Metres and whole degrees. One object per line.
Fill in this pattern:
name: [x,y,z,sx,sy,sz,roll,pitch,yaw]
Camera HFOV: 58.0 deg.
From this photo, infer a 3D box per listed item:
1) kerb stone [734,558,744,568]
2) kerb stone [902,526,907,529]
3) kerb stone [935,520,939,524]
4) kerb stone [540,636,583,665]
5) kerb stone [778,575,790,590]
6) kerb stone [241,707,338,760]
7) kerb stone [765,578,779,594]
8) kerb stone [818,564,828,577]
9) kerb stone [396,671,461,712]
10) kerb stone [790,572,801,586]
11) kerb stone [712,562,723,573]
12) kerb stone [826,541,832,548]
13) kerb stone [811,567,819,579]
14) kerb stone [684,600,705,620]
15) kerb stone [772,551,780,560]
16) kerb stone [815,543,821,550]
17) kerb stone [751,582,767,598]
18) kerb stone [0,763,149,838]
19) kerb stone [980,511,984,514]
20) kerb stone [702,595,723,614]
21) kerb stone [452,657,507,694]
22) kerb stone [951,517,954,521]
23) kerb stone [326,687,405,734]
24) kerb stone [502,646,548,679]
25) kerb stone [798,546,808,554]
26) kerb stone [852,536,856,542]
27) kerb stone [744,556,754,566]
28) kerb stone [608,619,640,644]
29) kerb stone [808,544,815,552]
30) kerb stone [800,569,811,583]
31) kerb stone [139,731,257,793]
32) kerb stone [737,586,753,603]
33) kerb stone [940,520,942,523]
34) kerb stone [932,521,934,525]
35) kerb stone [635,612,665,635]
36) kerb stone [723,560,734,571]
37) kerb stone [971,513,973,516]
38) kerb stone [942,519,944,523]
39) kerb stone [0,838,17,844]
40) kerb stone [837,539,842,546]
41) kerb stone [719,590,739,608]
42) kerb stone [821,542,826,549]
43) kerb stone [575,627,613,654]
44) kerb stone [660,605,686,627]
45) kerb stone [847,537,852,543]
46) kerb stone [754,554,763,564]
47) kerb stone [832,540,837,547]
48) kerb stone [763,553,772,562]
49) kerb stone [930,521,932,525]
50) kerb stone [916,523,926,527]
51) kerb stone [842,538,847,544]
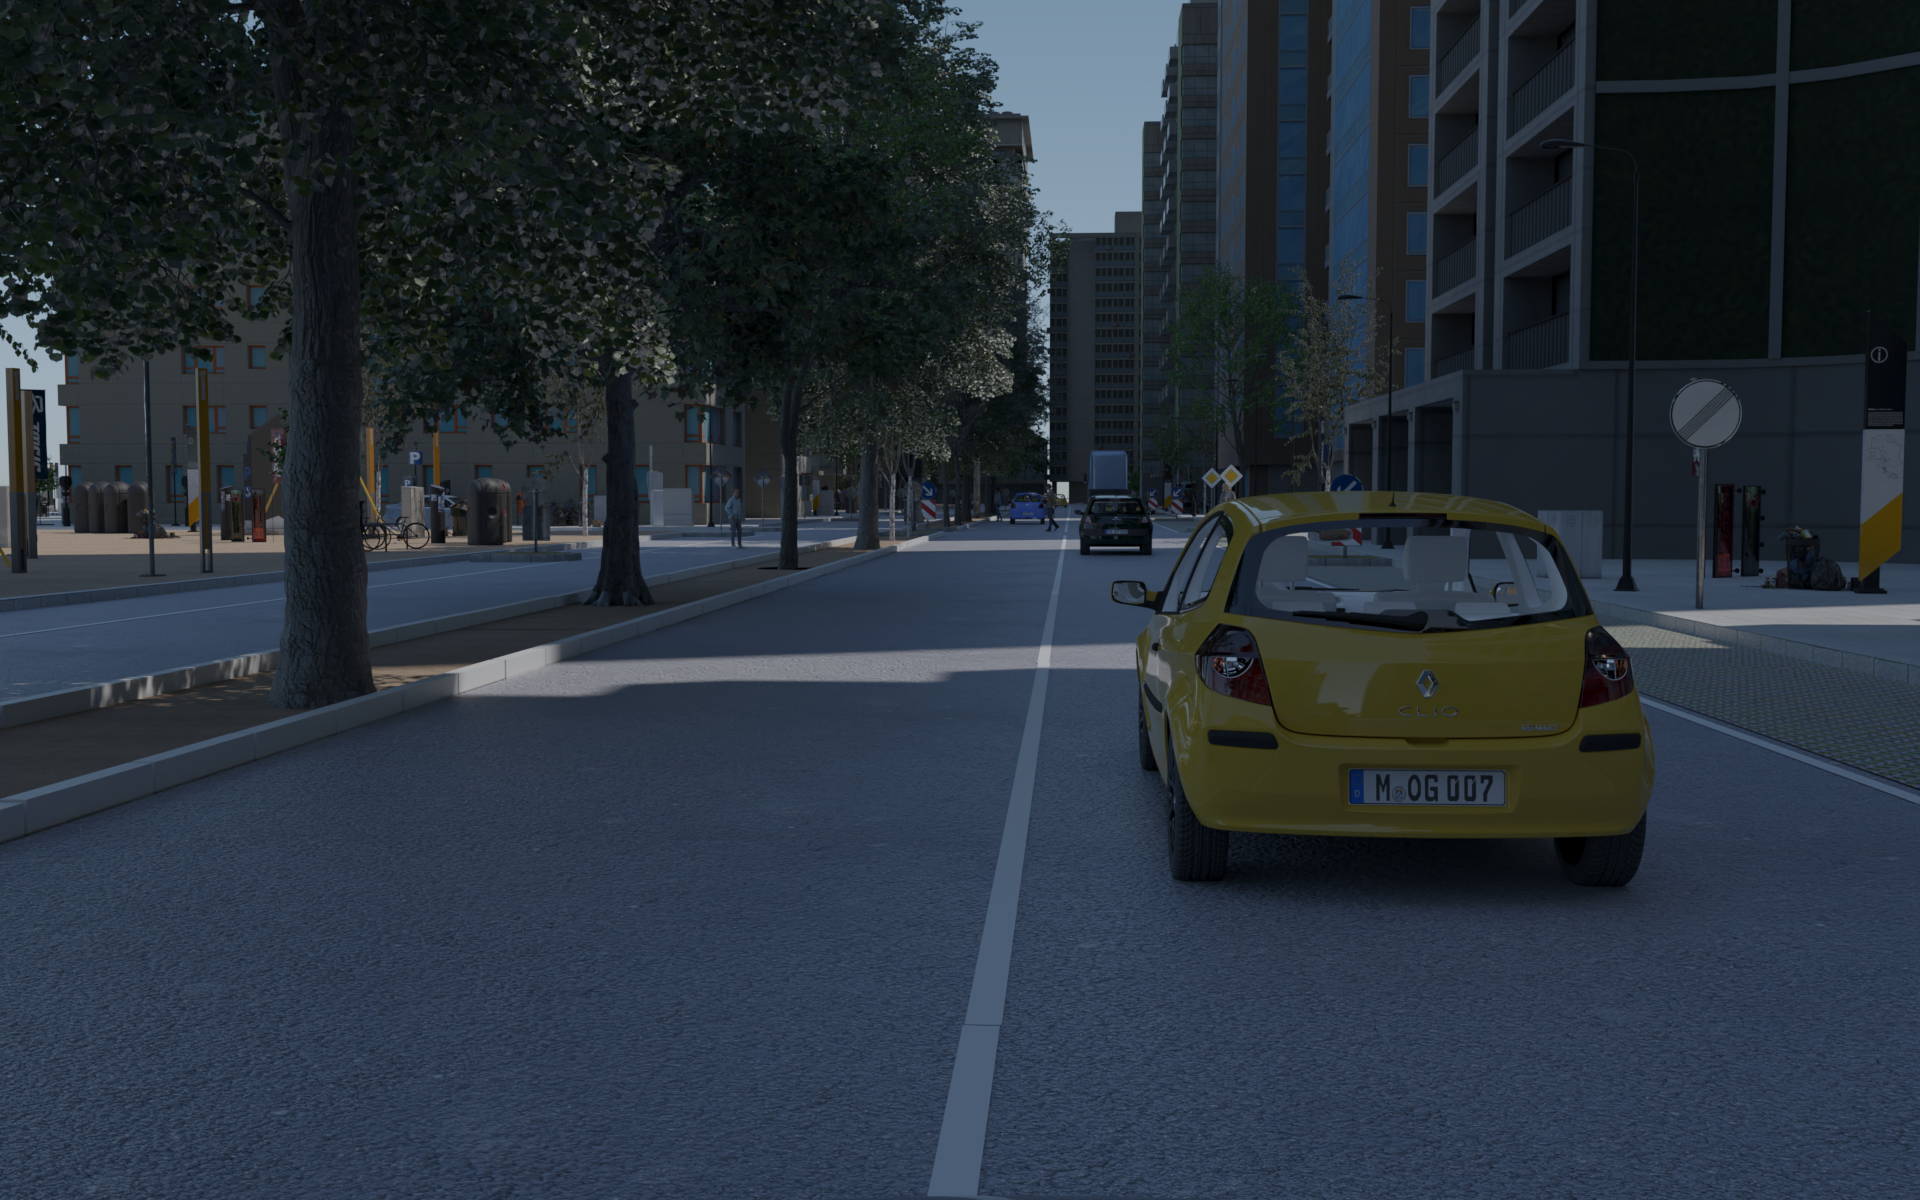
kerb stone: [-4.379,-0.689,33.513,0.120,0.150,1.000,0,4,4]
kerb stone: [-2.091,-2.851,68.814,0.120,0.150,1.000,0,4,4]
kerb stone: [-1.229,-3.666,82.129,0.120,0.150,1.000,0,4,4]
kerb stone: [-3.476,0.444,14.933,0.120,0.150,1.000,0,4,4]
kerb stone: [-2.752,-0.245,26.195,0.120,0.150,1.000,0,4,4]
kerb stone: [-3.812,0.757,9.821,0.120,0.150,1.000,0,4,4]
kerb stone: [-2.811,-0.182,25.175,0.120,0.150,1.000,0,4,4]
kerb stone: [-2.489,-0.494,30.280,0.120,0.150,1.000,0,4,4]
kerb stone: [-3.677,0.632,11.869,0.120,0.150,1.000,0,4,4]
kerb stone: [-2.674,-0.307,27.220,0.120,0.150,1.000,0,4,4]
kerb stone: [-4.506,-0.567,31.473,0.120,0.150,1.000,0,4,4]
kerb stone: [-3.585,-1.441,45.776,0.120,0.150,1.000,0,4,4]
kerb stone: [-2.550,-0.432,29.260,0.120,0.150,1.000,0,4,4]
kerb stone: [-3.151,0.131,20.053,0.120,0.150,1.000,0,4,4]
kerb stone: [-4.109,-0.941,37.605,0.120,0.150,1.000,0,4,4]
kerb stone: [-3.705,-1.317,43.733,0.120,0.150,1.000,0,4,4]
kerb stone: [-2.880,-0.120,24.152,0.120,0.150,1.000,0,4,4]
kerb stone: [-3.944,0.882,7.774,0.120,0.150,1.000,0,4,4]
kerb stone: [1.764,-6.484,128.208,0.120,0.150,1.000,0,4,4]
kerb stone: [-3.079,0.069,21.072,0.120,0.150,1.000,0,4,4]
kerb stone: [-3.611,0.569,12.893,0.120,0.150,1.000,0,4,4]
kerb stone: [-0.362,-4.476,95.480,0.120,0.150,1.000,0,4,4]
kerb stone: [-3.745,0.694,10.841,0.120,0.150,1.000,0,4,4]
kerb stone: [-3.541,0.507,13.913,0.120,0.150,1.000,0,4,4]
kerb stone: [-3.849,-1.190,41.694,0.120,0.150,1.000,0,4,4]
kerb stone: [-3.250,-1.750,50.890,0.120,0.150,1.000,0,4,4]
kerb stone: [-4.310,-0.751,34.546,0.120,0.150,1.000,0,4,4]
kerb stone: [-3.346,0.322,16.980,0.120,0.150,1.000,0,4,4]
kerb stone: [-3.781,-1.250,42.714,0.120,0.150,1.000,0,4,4]
kerb stone: [-2.611,-0.370,28.240,0.120,0.150,1.000,0,4,4]
kerb stone: [-3.881,0.819,8.798,0.120,0.150,1.000,0,4,4]
kerb stone: [-2.951,-0.057,23.122,0.120,0.150,1.000,0,4,4]
kerb stone: [-1.090,-3.791,84.180,0.120,0.150,1.000,0,4,4]
kerb stone: [-1.420,-3.477,79.051,0.120,0.150,1.000,0,4,4]
kerb stone: [-3.277,0.256,18.013,0.120,0.150,1.000,0,4,4]
kerb stone: [-4.442,-0.627,32.493,0.120,0.150,1.000,0,4,4]
kerb stone: [0.971,-5.731,115.927,0.120,0.150,1.000,0,4,4]
kerb stone: [-1.027,-3.854,85.211,0.120,0.150,1.000,0,4,4]
kerb stone: [-4.010,0.954,6.755,0.120,0.150,1.000,0,4,4]
kerb stone: [-3.448,-1.567,47.819,0.120,0.150,1.000,0,4,4]
kerb stone: [-3.015,0.006,22.102,0.120,0.150,1.000,0,4,4]
kerb stone: [-3.649,-1.378,44.753,0.120,0.150,1.000,0,4,4]
kerb stone: [-3.411,0.382,15.953,0.120,0.150,1.000,0,4,4]
kerb stone: [-3.210,0.193,19.033,0.120,0.150,1.000,0,4,4]
kerb stone: [-3.316,-1.691,49.859,0.120,0.150,1.000,0,4,4]
kerb stone: [-4.241,-0.815,35.565,0.120,0.150,1.000,0,4,4]
kerb stone: [-3.524,-1.503,46.797,0.120,0.150,1.000,0,4,4]
kerb stone: [-4.174,-0.880,36.585,0.120,0.150,1.000,0,4,4]
kerb stone: [-1.490,-3.415,78.025,0.120,0.150,1.000,0,4,4]
kerb stone: [-1.688,-3.227,74.962,0.120,0.150,1.000,0,4,4]
kerb stone: [-3.382,-1.627,48.839,0.120,0.150,1.000,0,4,4]
